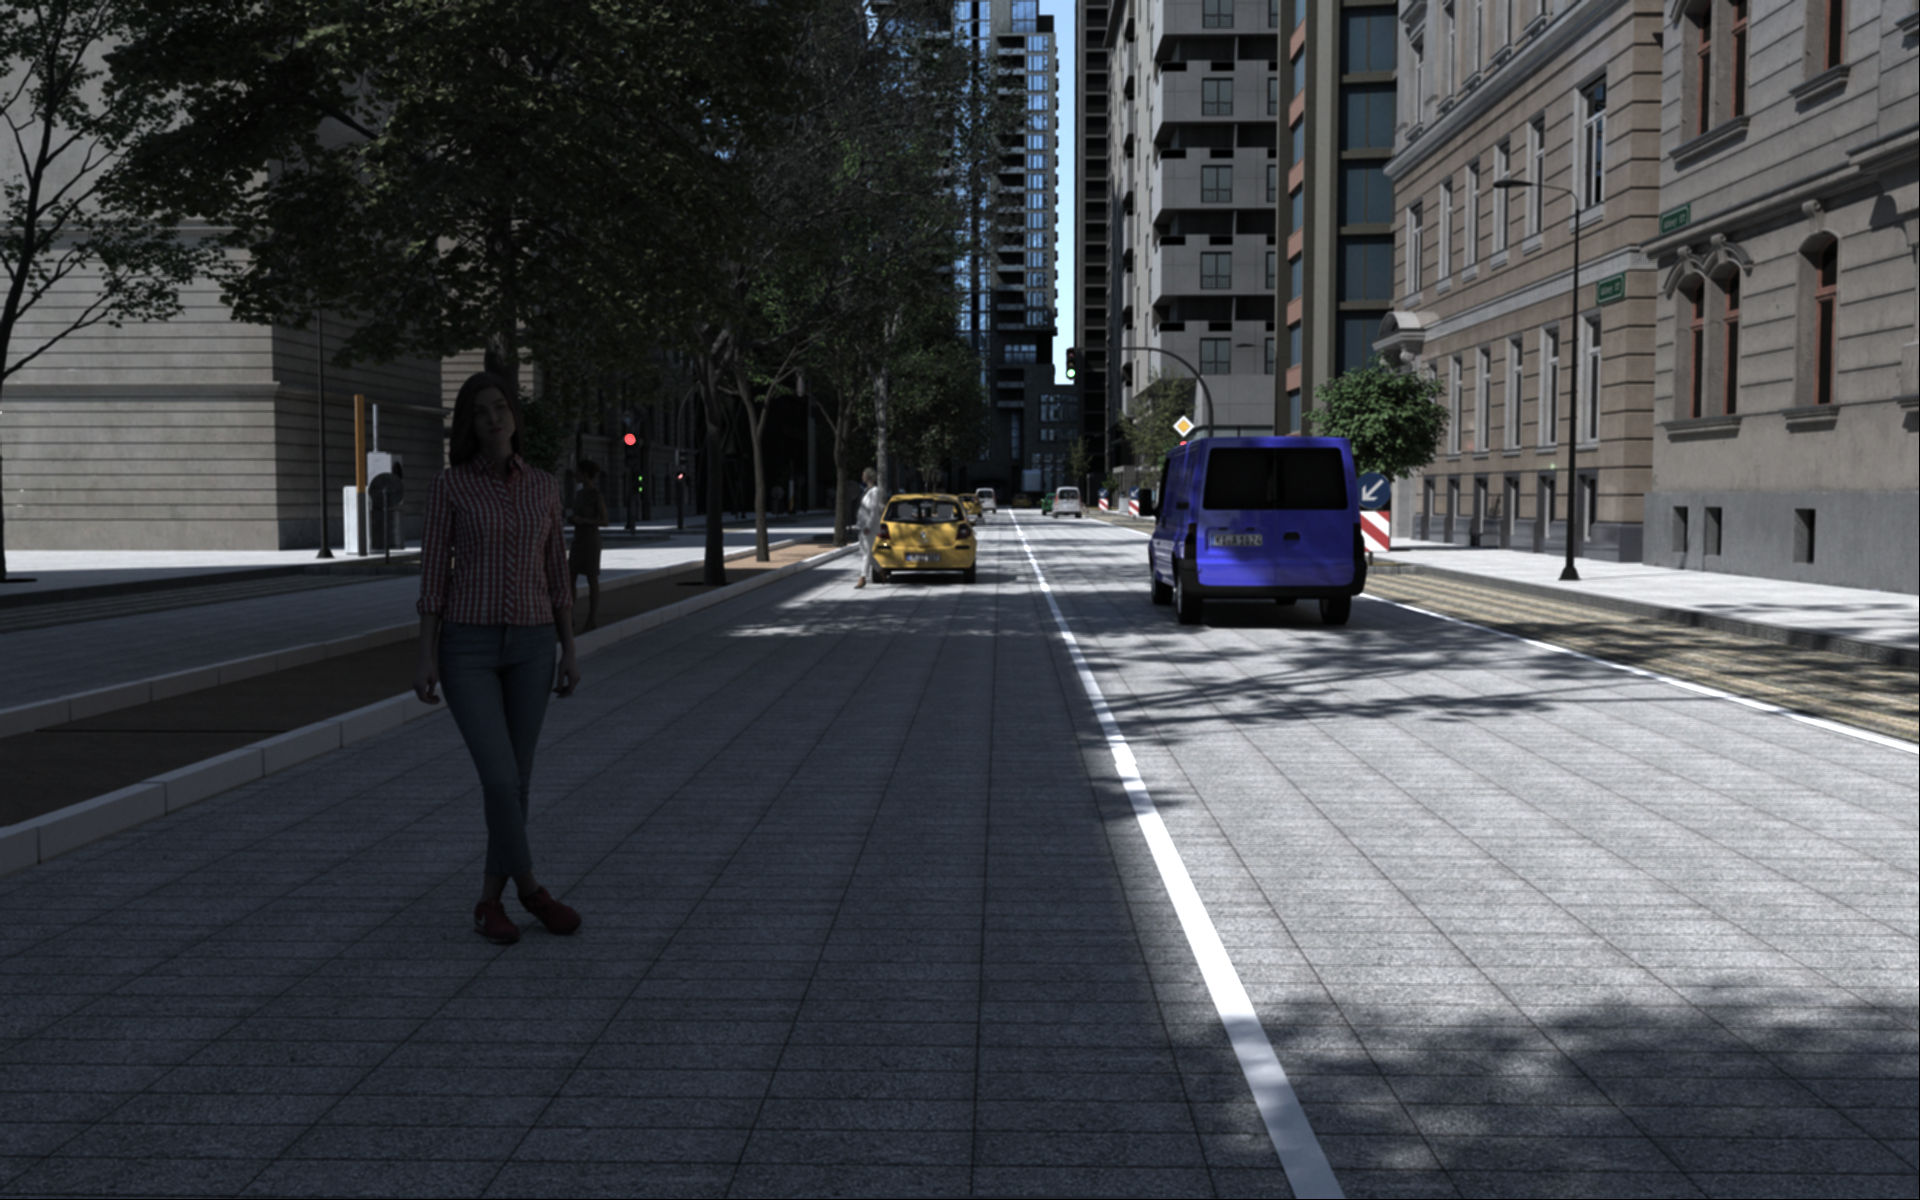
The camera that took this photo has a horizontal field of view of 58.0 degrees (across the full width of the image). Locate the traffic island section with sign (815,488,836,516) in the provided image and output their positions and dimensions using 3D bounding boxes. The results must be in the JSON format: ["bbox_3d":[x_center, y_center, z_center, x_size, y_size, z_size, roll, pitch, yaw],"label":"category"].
[{"bbox_3d":[-8.470,-6.462,114.278,1.989,1.847,2.006,0,4,1],"label":"traffic island section with sign"}]

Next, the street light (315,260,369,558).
[{"bbox_3d":[-12.169,-3.788,34.475,1.470,5.913,1.316,0,4,1],"label":"street light"}]

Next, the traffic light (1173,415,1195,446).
[{"bbox_3d":[7.931,-4.451,61.689,0.839,4.253,0.868,0,4,1],"label":"traffic light"}]

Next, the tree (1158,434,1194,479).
[{"bbox_3d":[11.804,-6.532,90.514,4.285,4.588,4.351,0,3,0],"label":"tree"}]

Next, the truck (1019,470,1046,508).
[{"bbox_3d":[7.789,-11.916,184.589,2.967,4.110,18.799,0,4,2],"label":"truck"}]

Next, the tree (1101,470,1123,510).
[{"bbox_3d":[12.098,-8.912,140.306,1.663,3.219,1.824,0,3,0],"label":"tree"}]

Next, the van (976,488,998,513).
[{"bbox_3d":[1.876,-7.501,129.646,2.013,2.044,4.112,0,4,1],"label":"van"}]

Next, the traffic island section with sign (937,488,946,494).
[{"bbox_3d":[-1.487,-7.873,136.854,2.006,1.907,1.989,0,4,1],"label":"traffic island section with sign"}]

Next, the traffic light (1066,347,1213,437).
[{"bbox_3d":[5.642,-4.829,53.616,4.771,5.953,1.251,0,4,1],"label":"traffic light"}]

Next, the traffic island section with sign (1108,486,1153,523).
[{"bbox_3d":[8.585,-4.775,86.692,1.989,1.847,2.006,0,4,1],"label":"traffic island section with sign"}]

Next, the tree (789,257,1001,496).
[{"bbox_3d":[-2.948,-9.725,78.464,9.611,12.733,9.660,0,3,0],"label":"tree"}]

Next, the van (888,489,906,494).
[{"bbox_3d":[-4.856,-7.736,133.490,2.013,2.044,4.112,0,4,-1],"label":"van"}]

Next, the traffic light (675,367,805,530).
[{"bbox_3d":[-7.932,-5.347,62.095,4.771,5.953,1.251,0,4,1],"label":"traffic light"}]

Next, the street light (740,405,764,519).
[{"bbox_3d":[-10.820,-7.222,90.628,1.470,5.913,1.316,0,4,1],"label":"street light"}]

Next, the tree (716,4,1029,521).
[{"bbox_3d":[-4.164,-12.730,66.487,12.611,20.169,13.585,0,3,0],"label":"tree"}]

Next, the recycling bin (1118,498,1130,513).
[{"bbox_3d":[11.240,-6.477,118.449,0.722,1.027,0.722,0,4,-4],"label":"recycling bin"}]

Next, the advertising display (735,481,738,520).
[{"bbox_3d":[-11.304,-5.046,87.719,0.123,1.923,0.974,0,4,-6],"label":"advertising display"}]

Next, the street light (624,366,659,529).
[{"bbox_3d":[-11.528,-5.526,62.891,1.470,5.913,1.316,0,4,1],"label":"street light"}]

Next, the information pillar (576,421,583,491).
[{"bbox_3d":[-12.068,-3.891,54.979,0.183,3.616,0.504,0,4,1],"label":"information pillar"}]

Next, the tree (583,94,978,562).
[{"bbox_3d":[-4.116,-6.093,36.485,8.767,10.594,7.601,0,4,1],"label":"tree"}]

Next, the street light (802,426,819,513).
[{"bbox_3d":[-10.118,-8.940,118.710,1.470,5.913,1.316,0,4,1],"label":"street light"}]

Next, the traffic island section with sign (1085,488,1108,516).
[{"bbox_3d":[9.252,-6.423,113.649,1.989,1.847,2.006,0,4,1],"label":"traffic island section with sign"}]

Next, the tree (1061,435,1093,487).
[{"bbox_3d":[14.381,-16.166,214.670,4.737,8.622,4.395,0,3,0],"label":"tree"}]

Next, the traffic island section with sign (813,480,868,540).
[{"bbox_3d":[-3.506,-2.825,54.333,2.006,1.907,1.989,0,4,1],"label":"traffic island section with sign"}]

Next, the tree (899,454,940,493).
[{"bbox_3d":[-2.029,-9.095,101.524,4.360,8.622,3.978,0,3,0],"label":"tree"}]

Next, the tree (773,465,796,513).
[{"bbox_3d":[-11.635,-7.395,115.509,1.663,3.219,1.824,0,3,0],"label":"tree"}]

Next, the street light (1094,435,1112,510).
[{"bbox_3d":[11.299,-10.039,136.685,1.470,5.913,1.316,0,4,1],"label":"street light"}]

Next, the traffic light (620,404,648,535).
[{"bbox_3d":[-10.220,-3.988,54.128,0.839,4.253,0.868,0,4,1],"label":"traffic light"}]

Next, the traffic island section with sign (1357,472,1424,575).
[{"bbox_3d":[7.234,-1.401,31.533,1.989,1.847,2.006,0,4,1],"label":"traffic island section with sign"}]

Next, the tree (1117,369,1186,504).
[{"bbox_3d":[11.602,-9.305,102.497,4.360,8.622,3.978,0,3,0],"label":"tree"}]

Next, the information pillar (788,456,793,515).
[{"bbox_3d":[-10.434,-7.073,107.004,0.183,3.616,0.504,1,4,18],"label":"information pillar"}]

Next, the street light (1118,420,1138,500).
[{"bbox_3d":[10.608,-8.343,108.948,1.470,5.913,1.316,0,4,1],"label":"street light"}]

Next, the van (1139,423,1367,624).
[{"bbox_3d":[3.383,-0.998,20.704,2.240,2.365,5.245,0,4,2],"label":"van"}]

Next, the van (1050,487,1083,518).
[{"bbox_3d":[6.406,-5.924,103.875,2.013,2.044,4.112,0,4,1],"label":"van"}]

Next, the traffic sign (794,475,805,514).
[{"bbox_3d":[-10.489,-6.916,113.189,0.768,2.556,0.104,1,4,8],"label":"traffic sign"}]

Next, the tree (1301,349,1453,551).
[{"bbox_3d":[9.441,-3.400,39.303,4.285,4.588,4.351,0,3,0],"label":"tree"}]

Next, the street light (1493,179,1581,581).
[{"bbox_3d":[8.558,-3.251,25.690,1.470,5.913,1.316,0,4,1],"label":"street light"}]

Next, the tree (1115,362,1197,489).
[{"bbox_3d":[11.076,-8.914,96.109,4.737,8.622,4.395,0,3,0],"label":"tree"}]

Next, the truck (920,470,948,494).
[{"bbox_3d":[-3.026,-13.321,206.718,2.839,4.237,11.283,0,4,3],"label":"truck"}]

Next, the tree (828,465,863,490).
[{"bbox_3d":[-10.038,-10.241,151.153,4.285,4.588,4.351,0,3,0],"label":"tree"}]

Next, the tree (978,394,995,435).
[{"bbox_3d":[-2.468,-9.195,87.209,8.767,10.594,7.601,0,4,1],"label":"tree"}]

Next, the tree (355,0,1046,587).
[{"bbox_3d":[-3.803,-6.952,26.498,12.009,13.543,11.850,0,3,0],"label":"tree"}]

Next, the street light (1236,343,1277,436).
[{"bbox_3d":[9.187,-4.947,53.429,1.470,5.913,1.316,0,4,1],"label":"street light"}]

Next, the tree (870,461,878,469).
[{"bbox_3d":[-9.924,-14.490,187.268,4.737,8.622,4.395,0,3,0],"label":"tree"}]

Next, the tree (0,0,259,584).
[{"bbox_3d":[-13.925,-6.052,24.705,9.928,11.665,9.643,0,3,0],"label":"tree"}]

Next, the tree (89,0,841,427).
[{"bbox_3d":[-4.482,-5.879,16.711,7.486,12.596,7.792,0,3,0],"label":"tree"}]

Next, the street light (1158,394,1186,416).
[{"bbox_3d":[9.901,-6.606,80.552,1.470,5.913,1.316,0,4,1],"label":"street light"}]

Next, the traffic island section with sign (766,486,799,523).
[{"bbox_3d":[-9.139,-4.783,86.835,1.989,1.847,2.006,0,4,1],"label":"traffic island section with sign"}]

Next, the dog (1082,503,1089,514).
[{"bbox_3d":[8.803,-6.396,121.411,0.513,0.831,0.800,-1,4,-9],"label":"dog"}]

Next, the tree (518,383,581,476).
[{"bbox_3d":[-12.708,-4.057,50.052,4.285,4.588,4.351,0,3,0],"label":"tree"}]

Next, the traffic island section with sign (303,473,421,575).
[{"bbox_3d":[-10.498,-1.384,31.261,1.989,1.847,2.006,0,4,1],"label":"traffic island section with sign"}]

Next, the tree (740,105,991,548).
[{"bbox_3d":[-3.099,-7.199,45.910,9.928,11.665,9.643,0,3,0],"label":"tree"}]
